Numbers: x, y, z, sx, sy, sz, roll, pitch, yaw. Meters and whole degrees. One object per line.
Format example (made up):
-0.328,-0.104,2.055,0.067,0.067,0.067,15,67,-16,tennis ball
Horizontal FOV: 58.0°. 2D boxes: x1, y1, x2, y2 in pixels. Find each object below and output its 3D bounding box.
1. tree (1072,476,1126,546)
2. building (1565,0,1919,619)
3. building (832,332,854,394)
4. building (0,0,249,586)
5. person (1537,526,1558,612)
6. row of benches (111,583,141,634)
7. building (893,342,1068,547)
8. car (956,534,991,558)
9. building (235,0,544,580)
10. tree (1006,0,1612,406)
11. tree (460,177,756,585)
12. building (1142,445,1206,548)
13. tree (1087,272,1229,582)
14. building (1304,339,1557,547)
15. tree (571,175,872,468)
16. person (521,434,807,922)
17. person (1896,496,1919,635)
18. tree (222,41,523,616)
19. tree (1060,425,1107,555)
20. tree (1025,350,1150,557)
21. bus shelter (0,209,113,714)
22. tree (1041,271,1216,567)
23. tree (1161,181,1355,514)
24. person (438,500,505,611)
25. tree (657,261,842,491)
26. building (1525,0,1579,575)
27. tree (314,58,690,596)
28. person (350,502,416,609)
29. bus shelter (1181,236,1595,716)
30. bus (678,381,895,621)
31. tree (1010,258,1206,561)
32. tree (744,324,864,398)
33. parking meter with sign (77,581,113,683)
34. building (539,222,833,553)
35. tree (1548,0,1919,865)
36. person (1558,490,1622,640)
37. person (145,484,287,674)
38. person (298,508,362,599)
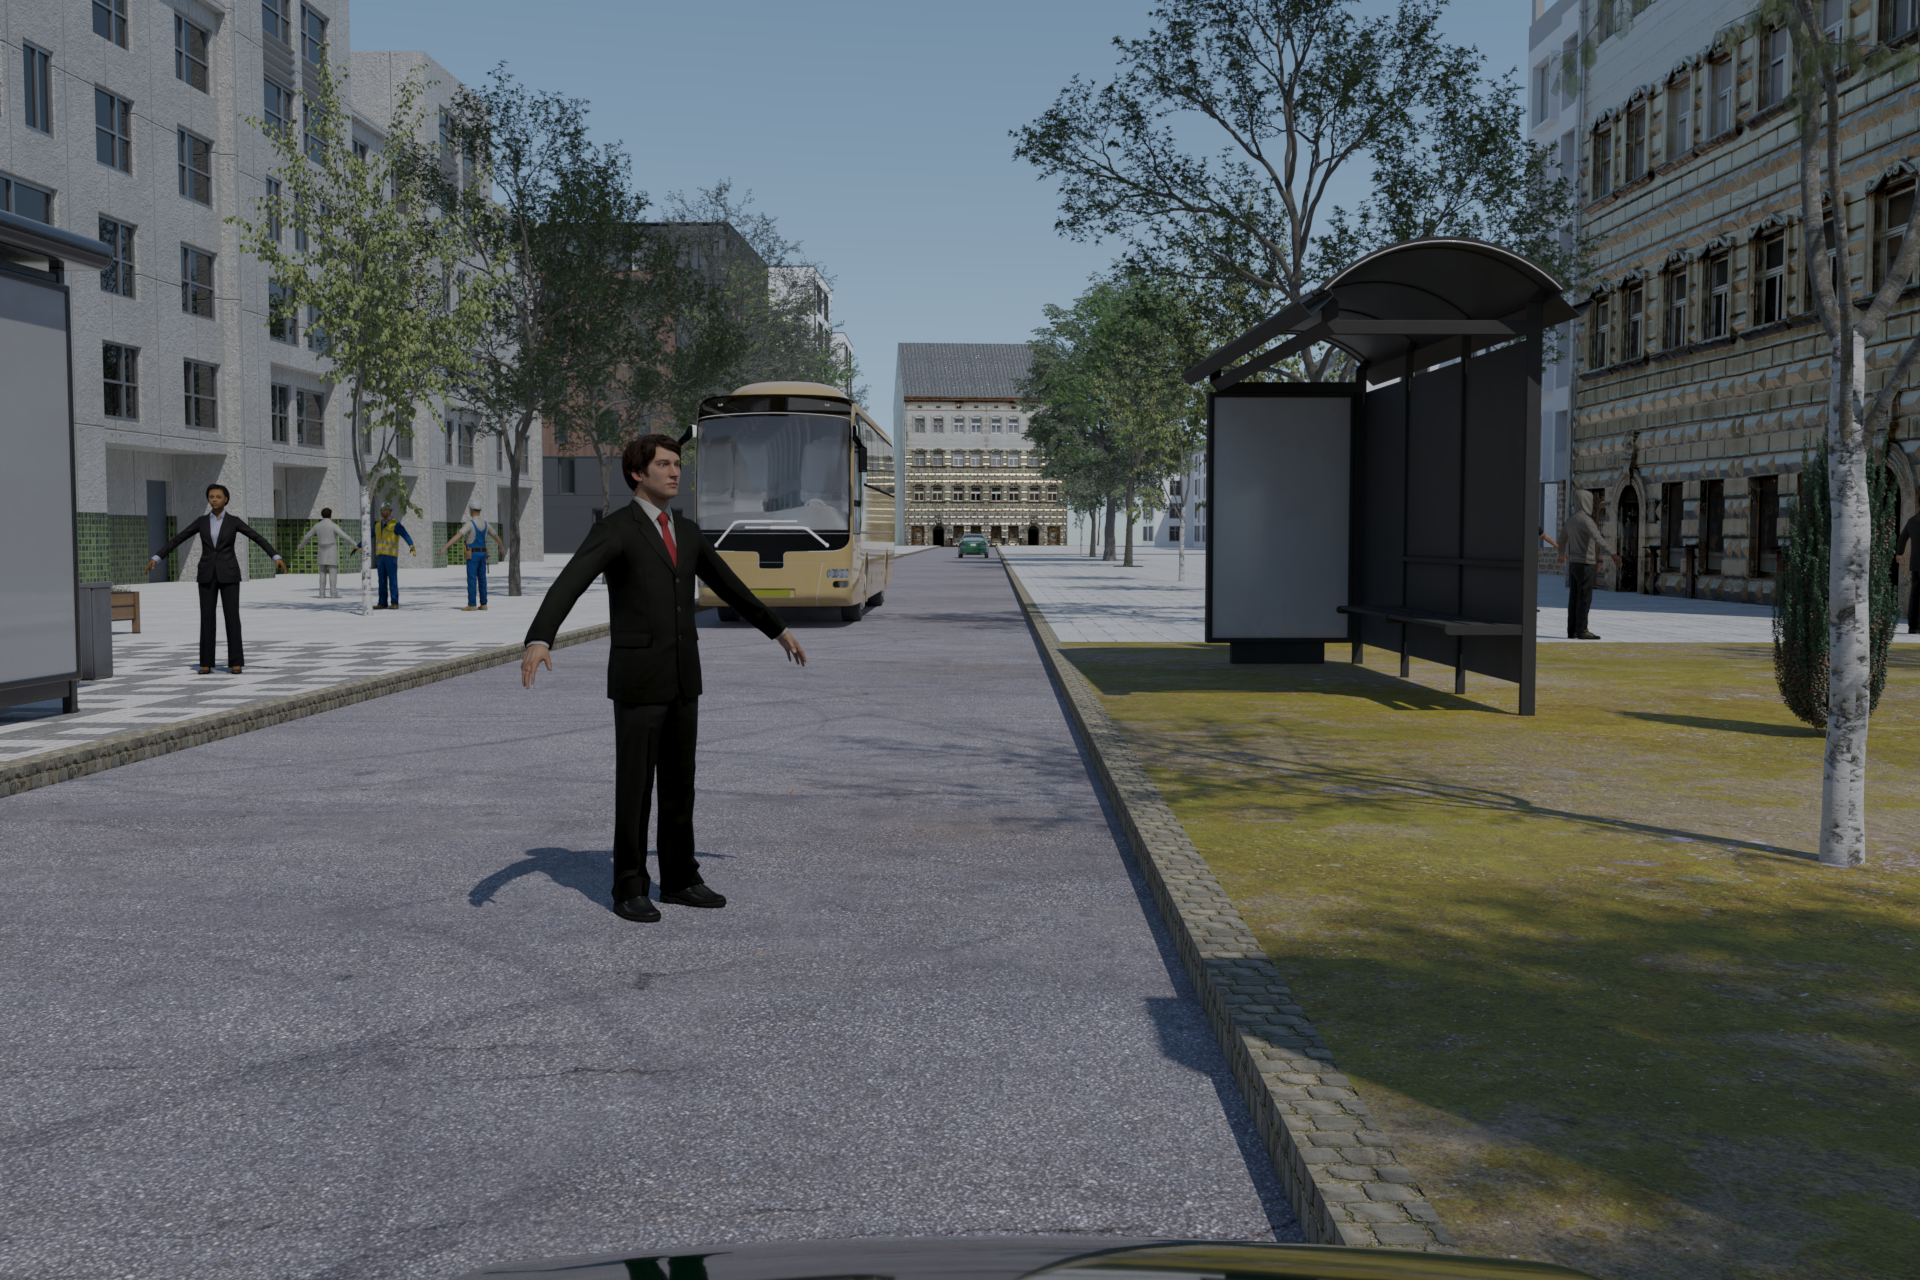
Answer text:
15.562,-15.678,190.743,7.601,10.594,8.767,0,4,5,tree
23.629,-12.271,31.565,19.493,23.208,18.063,0,4,1,building
-25.624,-20.135,173.175,27.936,21.610,32.646,0,4,0,building
-27.993,-10.048,30.739,16.747,18.905,31.486,0,4,2,building
9.278,-1.360,28.382,1.345,1.843,0.704,-1,4,-16,person
-11.296,-0.311,20.547,1.422,0.672,4.104,1,4,14,row of benches
1.955,-22.325,198.397,18.063,23.208,19.493,0,4,-6,building
0.821,-5.637,103.968,2.131,1.459,4.920,0,4,1,car
-27.956,-12.082,63.992,16.747,18.905,31.486,0,4,1,building
5.162,-5.483,24.055,8.767,10.594,7.601,-1,4,-20,tree
-8.813,-6.703,44.014,8.767,10.594,7.601,1,4,22,tree
23.427,-13.880,169.079,9.099,9.664,28.070,0,4,1,building
5.862,-5.900,46.831,4.737,8.622,4.395,0,3,0,tree
21.604,-8.033,73.482,9.099,9.664,28.070,0,4,1,building
-8.565,-9.162,60.168,12.009,13.543,11.850,0,3,0,tree
-1.133,0.128,6.557,0.705,1.806,1.347,3,5,40,person
12.354,-0.974,22.142,0.704,1.802,1.346,0,4,-5,person
-9.071,-4.687,26.998,4.737,8.622,4.395,0,3,0,tree
7.075,-9.368,103.536,4.360,8.622,3.978,0,3,0,tree
7.324,-10.351,94.993,9.928,11.665,9.643,0,3,0,tree
-7.277,-1.860,8.041,2.179,5.291,8.768,0,4,2,bus shelter
6.663,-8.639,67.001,9.928,11.665,9.643,0,3,0,tree
6.134,-5.316,37.273,4.737,8.622,4.395,0,3,0,tree
-8.123,-1.416,29.014,0.705,1.847,1.347,3,4,36,person
-8.748,-9.434,72.378,7.486,12.596,7.792,0,3,0,tree
23.589,-12.149,55.056,16.016,20.090,11.380,0,4,1,building
-9.277,-6.157,35.082,8.767,10.594,7.601,1,4,11,tree
-9.802,-1.444,29.579,1.349,1.833,0.705,1,4,21,person
3.253,-1.263,14.567,2.014,3.302,5.546,0,4,-1,bus shelter
-2.746,-2.454,31.668,2.896,3.916,12.252,0,4,1,bus
7.141,-10.722,81.957,9.857,13.997,8.962,0,3,0,tree
-8.201,-9.808,86.110,9.928,11.665,9.643,0,3,0,tree
-7.761,-1.117,14.524,0.543,3.016,1.738,0,4,0,parking meter with sign
-25.125,-17.506,130.195,27.936,21.610,32.646,0,4,2,building
3.639,-3.443,6.660,4.360,8.622,3.978,0,3,0,tree
7.614,-0.918,21.132,0.705,1.813,1.348,-1,4,-10,person
-6.772,-0.555,15.791,1.216,1.740,0.721,-1,4,-11,person
-12.580,-1.732,34.501,1.347,1.806,0.705,0,4,7,person
